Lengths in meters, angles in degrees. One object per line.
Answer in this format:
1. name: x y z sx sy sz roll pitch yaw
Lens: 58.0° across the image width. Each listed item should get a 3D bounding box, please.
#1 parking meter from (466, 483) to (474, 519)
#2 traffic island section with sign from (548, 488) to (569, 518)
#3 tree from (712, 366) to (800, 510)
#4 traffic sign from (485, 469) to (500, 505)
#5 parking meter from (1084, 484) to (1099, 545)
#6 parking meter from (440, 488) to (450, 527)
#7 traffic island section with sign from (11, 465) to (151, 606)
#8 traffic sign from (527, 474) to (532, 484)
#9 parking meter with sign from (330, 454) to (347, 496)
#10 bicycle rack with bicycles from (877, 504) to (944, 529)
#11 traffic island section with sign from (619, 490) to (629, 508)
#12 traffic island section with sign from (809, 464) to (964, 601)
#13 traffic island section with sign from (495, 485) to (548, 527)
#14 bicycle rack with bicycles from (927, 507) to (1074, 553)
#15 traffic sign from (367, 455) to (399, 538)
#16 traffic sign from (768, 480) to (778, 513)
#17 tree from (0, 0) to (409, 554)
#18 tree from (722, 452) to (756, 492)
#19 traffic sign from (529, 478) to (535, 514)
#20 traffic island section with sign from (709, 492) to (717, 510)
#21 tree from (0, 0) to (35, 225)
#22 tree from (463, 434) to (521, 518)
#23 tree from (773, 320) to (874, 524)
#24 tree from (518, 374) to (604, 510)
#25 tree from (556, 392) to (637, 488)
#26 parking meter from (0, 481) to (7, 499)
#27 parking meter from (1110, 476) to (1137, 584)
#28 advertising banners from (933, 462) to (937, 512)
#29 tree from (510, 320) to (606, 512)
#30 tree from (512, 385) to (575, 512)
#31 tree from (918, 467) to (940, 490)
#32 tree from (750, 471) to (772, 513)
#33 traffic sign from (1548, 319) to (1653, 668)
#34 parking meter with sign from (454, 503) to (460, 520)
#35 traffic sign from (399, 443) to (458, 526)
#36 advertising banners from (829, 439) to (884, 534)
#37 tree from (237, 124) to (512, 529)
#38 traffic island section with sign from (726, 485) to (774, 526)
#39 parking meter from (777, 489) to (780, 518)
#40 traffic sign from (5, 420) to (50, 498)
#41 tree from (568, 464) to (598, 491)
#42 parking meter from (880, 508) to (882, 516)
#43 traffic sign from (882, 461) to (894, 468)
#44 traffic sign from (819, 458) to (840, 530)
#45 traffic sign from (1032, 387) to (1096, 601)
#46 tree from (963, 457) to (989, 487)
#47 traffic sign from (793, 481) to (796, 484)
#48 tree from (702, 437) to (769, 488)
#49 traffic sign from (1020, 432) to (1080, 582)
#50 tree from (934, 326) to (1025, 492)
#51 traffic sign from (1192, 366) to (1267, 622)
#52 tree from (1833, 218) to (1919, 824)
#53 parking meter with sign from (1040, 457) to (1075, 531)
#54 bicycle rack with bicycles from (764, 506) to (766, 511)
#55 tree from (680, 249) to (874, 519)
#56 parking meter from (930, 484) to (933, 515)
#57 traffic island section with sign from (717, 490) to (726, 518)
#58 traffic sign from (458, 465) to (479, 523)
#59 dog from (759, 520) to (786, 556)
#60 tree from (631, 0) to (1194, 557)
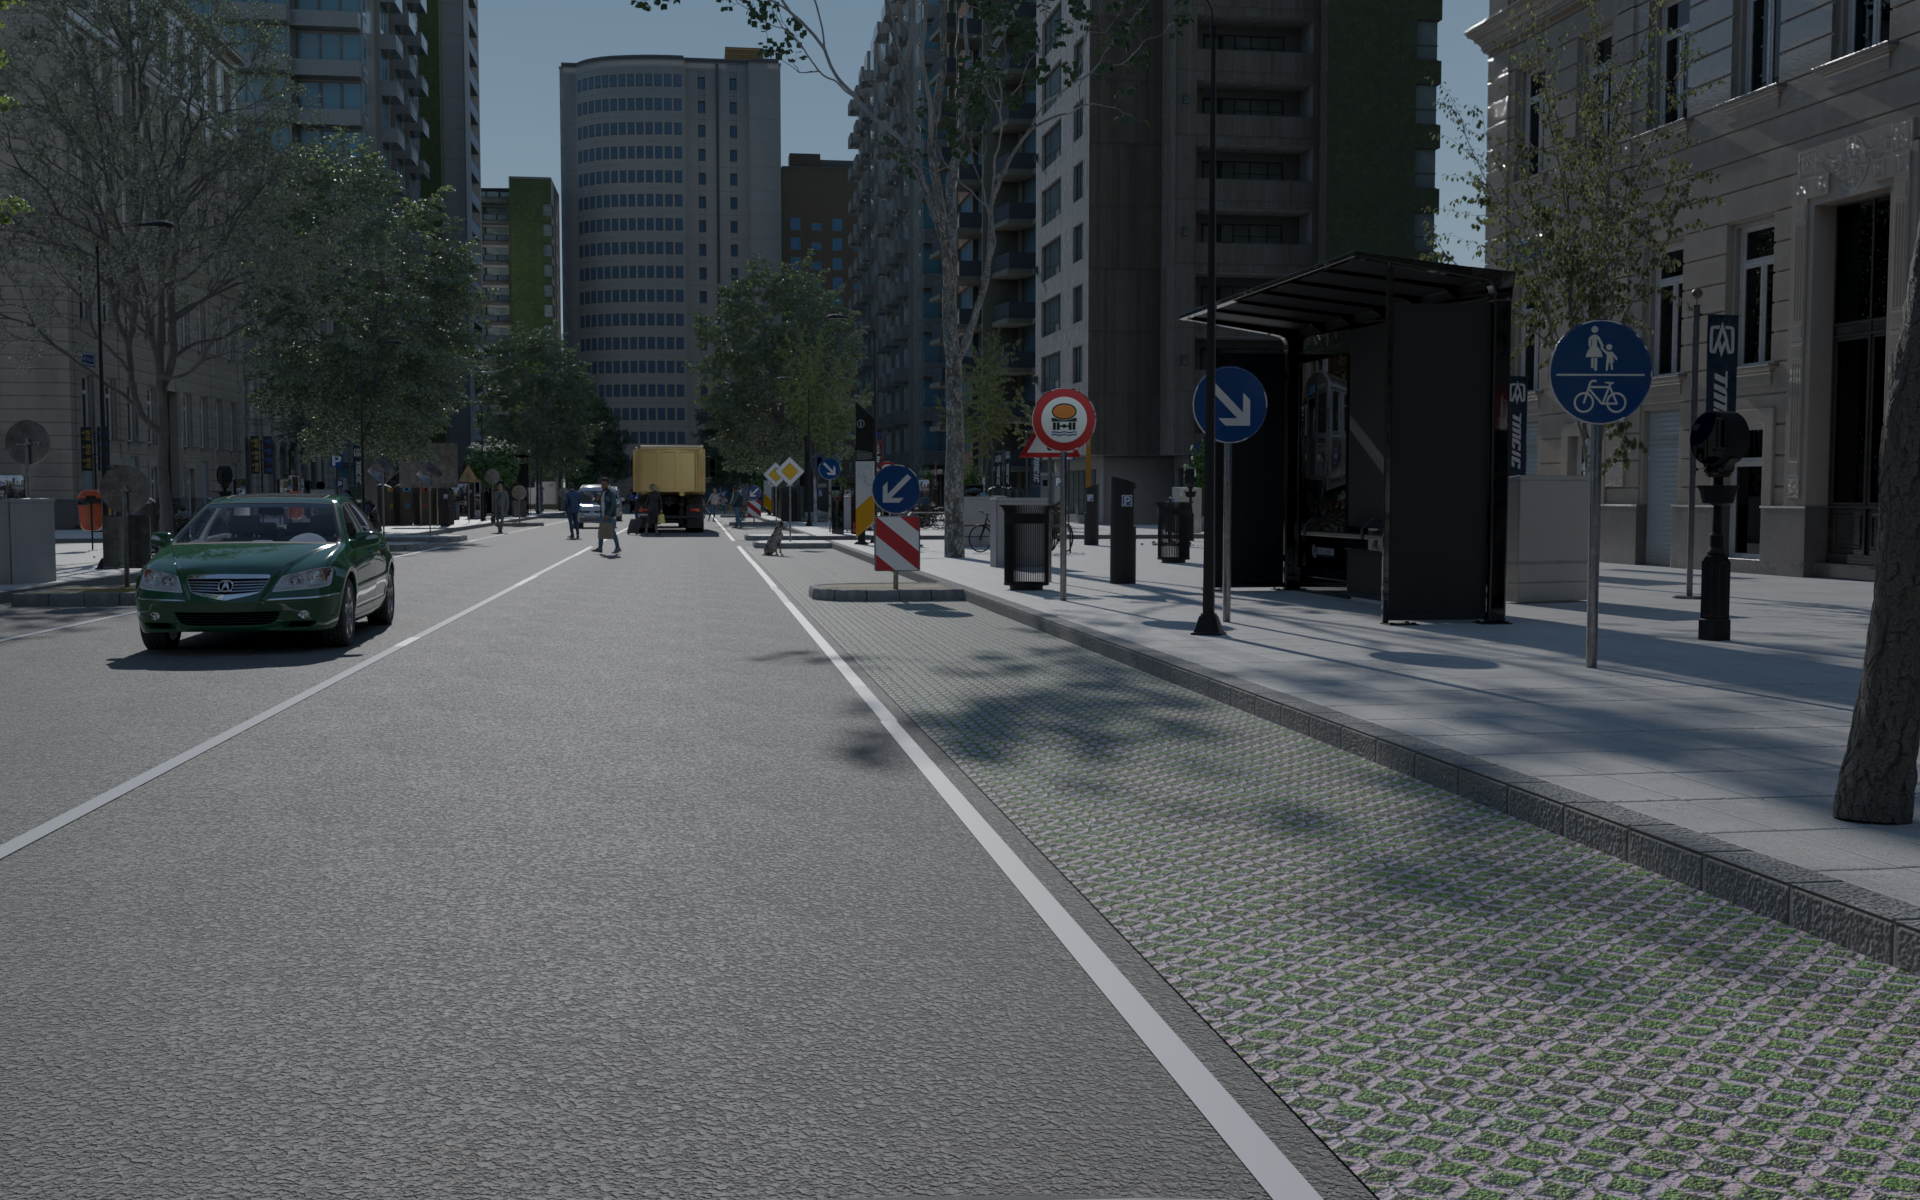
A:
1. parking meter: -25.114 -5.080 88.766 0.399 1.863 0.255 -1 4 -18
2. traffic island section with sign: -23.695 -5.822 103.814 1.989 1.847 2.006 -1 4 -9
3. tree: -15.882 -13.030 138.787 9.928 11.665 9.643 0 3 0
4. traffic sign: -24.000 -5.432 88.919 0.768 2.556 0.104 0 4 -5
5. parking meter: 3.297 -2.142 43.441 0.372 1.533 0.369 0 3 0
6. parking meter: -20.316 -3.663 68.305 0.372 1.533 0.369 0 3 0
7. traffic island section with sign: -11.293 -0.891 23.189 1.989 1.847 2.006 -1 4 -9
8. traffic sign: -26.797 -6.523 106.762 0.768 2.556 0.104 0 4 -8
9. parking meter with sign: -27.417 -4.925 76.778 0.543 3.016 1.738 0 4 -7
10. bicycle rack with bicycles: -1.173 -3.025 62.846 2.925 0.926 2.852 1 4 16
11. traffic island section with sign: -35.485 -10.509 180.444 1.989 1.847 2.006 -1 4 -9
12. traffic island section with sign: -1.072 -0.936 23.928 1.989 1.847 2.006 -1 4 -9
13. traffic island section with sign: -19.596 -4.192 77.171 1.989 1.847 2.006 -1 4 -9
14. bicycle rack with bicycles: 1.363 -1.489 37.729 2.925 0.926 2.852 -3 5 -39
15. traffic sign: -14.933 -2.521 44.853 0.795 2.450 0.064 -1 4 -9
16. traffic sign: -10.989 -6.091 101.713 0.606 2.300 0.079 0 4 0
17. tree: -17.227 -7.739 36.903 12.009 13.543 11.850 0 3 0
18. tree: -22.422 -13.850 176.812 4.360 8.622 3.978 0 3 0
19. traffic sign: -27.887 -6.744 112.392 0.606 2.300 0.079 0 4 -7
20. traffic island section with sign: -21.304 -8.984 155.523 1.989 1.847 2.006 -1 4 -9
21. tree: -13.197 -5.987 16.019 7.486 12.596 7.792 0 3 0
22. tree: -25.504 -6.786 94.671 4.285 4.588 4.351 0 3 0
23. tree: -5.991 -7.545 73.719 4.737 8.622 4.395 0 3 0
24. tree: -32.966 -13.283 142.937 9.928 11.665 9.643 0 3 0
25. tree: -41.059 -17.013 195.171 9.611 12.733 9.660 0 3 0
26. parking meter: -18.023 -1.466 32.380 0.372 1.533 0.369 0 3 0
27. parking meter: 2.337 -1.003 24.808 0.372 1.533 0.369 0 3 0
28. advertising banners: -1.483 -6.164 96.966 0.090 3.025 2.074 -1 4 -10
29. tree: -30.497 -13.338 124.726 9.857 13.997 8.962 0 3 0
30. tree: -28.395 -10.225 117.547 4.360 8.622 3.978 0 3 0
31. tree: -2.015 -7.261 113.315 1.663 3.219 1.824 0 3 0
32. tree: -13.671 -7.593 118.753 1.663 3.219 1.824 0 3 0
33. traffic sign: 4.669 -0.772 12.728 0.768 2.556 0.104 0 4 -2
34. parking meter with sign: -25.700 -5.491 86.045 1.738 3.016 0.543 1 4 17
35. traffic sign: -21.182 -4.598 69.046 2.265 3.308 0.079 0 4 -7
36. advertising banners: -3.304 -3.620 55.373 2.074 3.025 0.090 2 4 29
37. tree: -20.636 -9.398 60.311 9.857 13.997 8.962 0 3 0
38. traffic island section with sign: -9.498 -4.289 78.752 1.989 1.847 2.006 -1 4 -9
39. parking meter: -9.818 -5.250 94.246 0.372 1.533 0.369 0 3 0
40. traffic sign: -16.011 -1.814 29.758 0.768 2.556 0.104 0 4 0
41. tree: -36.964 -11.386 169.881 4.285 4.588 4.351 0 3 0
42. parking meter: -3.876 -4.873 88.090 0.372 1.533 0.369 0 3 0
43. traffic sign: -2.818 -4.121 67.481 0.768 2.556 0.104 0 4 -5
44. traffic sign: -4.627 -3.757 61.535 0.768 2.556 0.104 0 4 -2
45. traffic sign: 1.243 -1.265 20.784 0.768 2.556 0.104 0 4 0
46. tree: 0.592 -5.853 90.300 1.663 3.219 1.824 0 3 0
47. traffic sign: -10.358 -6.461 105.740 0.768 2.556 0.104 0 3 0
48. tree: -26.254 -17.505 203.211 9.611 12.733 9.660 0 3 0
49. traffic sign: 1.304 -1.539 25.162 0.884 2.594 0.081 0 4 -2
50. tree: 0.959 -7.701 76.277 4.737 8.622 4.395 0 3 0
51. traffic sign: 2.676 -1.052 17.311 0.768 2.556 0.104 -1 4 -8
52. tree: 3.864 -4.396 6.285 7.601 10.594 8.767 3 4 36
53. parking meter with sign: 3.224 -3.973 61.224 1.738 3.016 0.543 3 5 45
54. bicycle rack with bicycles: -13.020 -7.012 128.027 2.925 0.926 2.852 -1 4 -12
55. tree: -9.220 -11.175 89.364 9.857 13.997 8.962 0 3 0
56. parking meter: -1.650 -5.546 96.383 0.255 1.863 0.399 0 4 -7
57. traffic island section with sign: -13.597 -5.918 105.394 1.989 1.847 2.006 -1 4 -9
58. traffic sign: -21.823 -4.704 76.915 0.884 2.594 0.081 0 4 -7
59. dog: -4.437 -1.429 40.202 0.800 0.831 0.513 -1 4 -8
60. tree: -1.205 -10.862 33.483 12.611 20.169 13.585 0 3 0
